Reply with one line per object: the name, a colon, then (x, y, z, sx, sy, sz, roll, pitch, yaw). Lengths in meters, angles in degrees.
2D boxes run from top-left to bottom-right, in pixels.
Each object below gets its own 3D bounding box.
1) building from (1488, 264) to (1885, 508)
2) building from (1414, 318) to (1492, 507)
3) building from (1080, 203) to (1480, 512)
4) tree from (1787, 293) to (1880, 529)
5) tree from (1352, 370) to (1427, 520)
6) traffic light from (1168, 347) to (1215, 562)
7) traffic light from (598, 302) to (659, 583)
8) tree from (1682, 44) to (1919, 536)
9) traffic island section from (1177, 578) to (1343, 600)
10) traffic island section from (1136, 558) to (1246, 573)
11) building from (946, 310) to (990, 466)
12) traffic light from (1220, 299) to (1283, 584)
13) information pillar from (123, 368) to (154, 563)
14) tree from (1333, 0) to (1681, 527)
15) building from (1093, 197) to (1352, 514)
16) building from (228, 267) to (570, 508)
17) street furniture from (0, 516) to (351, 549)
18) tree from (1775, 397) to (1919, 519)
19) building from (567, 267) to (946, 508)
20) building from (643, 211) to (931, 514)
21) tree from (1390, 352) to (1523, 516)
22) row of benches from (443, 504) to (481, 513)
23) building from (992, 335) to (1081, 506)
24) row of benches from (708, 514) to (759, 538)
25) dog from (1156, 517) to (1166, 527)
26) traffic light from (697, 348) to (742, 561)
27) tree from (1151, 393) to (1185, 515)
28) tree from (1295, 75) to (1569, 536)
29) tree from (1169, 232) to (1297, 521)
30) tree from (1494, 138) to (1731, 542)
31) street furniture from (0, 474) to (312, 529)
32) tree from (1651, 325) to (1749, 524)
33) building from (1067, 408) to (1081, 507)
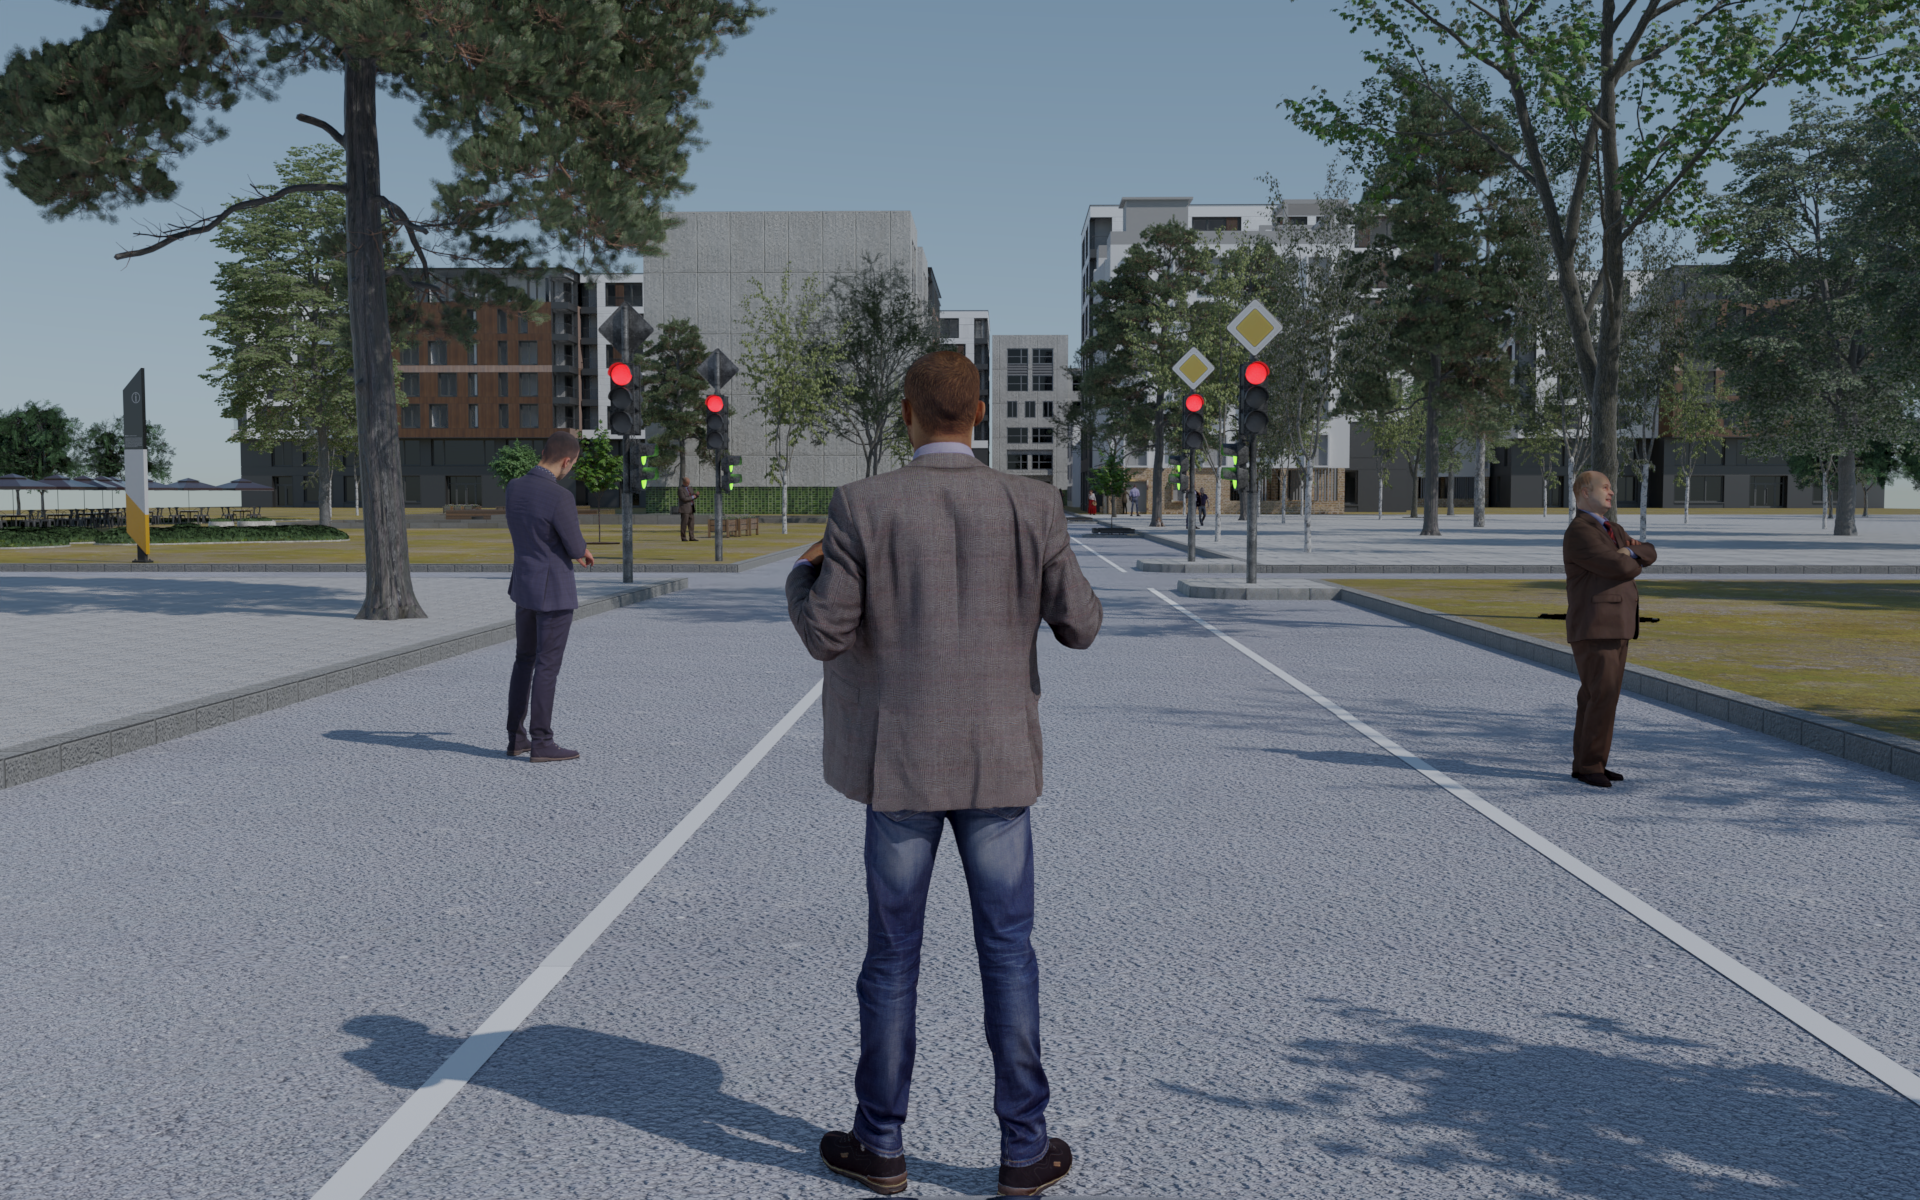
building: (67.645, -19.843, 168.400, 32.646, 21.610, 27.936, 0, 4, 1)
building: (45.778, -19.449, 174.408, 11.380, 20.091, 16.016, 0, 4, 1)
building: (23.506, -18.013, 138.491, 27.936, 21.610, 32.646, 0, 4, 1)
tree: (31.516, -6.876, 62.785, 4.360, 8.622, 3.978, 0, 3, 0)
tree: (21.081, -8.273, 85.632, 4.737, 8.622, 4.395, 0, 3, 0)
traffic light: (4.372, -2.660, 32.740, 0.839, 4.213, 0.868, 0, 4, 1)
traffic light: (-4.792, -2.185, 24.972, 0.839, 4.213, 0.868, 0, 4, 1)
tree: (27.253, -8.958, 53.121, 9.857, 13.997, 8.962, 0, 3, 0)
traffic island section: (4.206, -0.158, 24.870, 2.009, 0.180, 2.903, 0, 4, 1)
traffic island section: (4.412, -0.647, 32.852, 2.009, 0.180, 2.903, 0, 4, 1)
building: (-12.814, -22.184, 206.683, 32.646, 21.610, 27.936, 0, 4, 1)
traffic light: (4.166, -2.172, 24.758, 0.839, 4.213, 0.868, 0, 4, 1)
information pillar: (-15.329, -2.501, 32.245, 0.504, 3.616, 0.183, 1, 4, 21)
tree: (21.411, -12.840, 65.817, 12.611, 20.169, 13.585, 0, 3, 0)
building: (17.037, -15.876, 115.994, 16.016, 20.091, 11.380, 0, 4, 1)
building: (-51.138, -19.970, 170.491, 32.646, 21.610, 27.936, 0, 4, 1)
street furniture: (-21.263, -1.818, 45.354, 5.734, 0.657, 10.072, 3, 5, 44)
tree: (51.282, -8.069, 94.837, 11.467, 7.101, 20.602, 2, 4, 27)
building: (-18.486, -19.960, 170.321, 32.646, 21.610, 27.936, 0, 4, 1)
building: (-11.052, -15.768, 124.272, 16.747, 18.905, 31.486, 0, 4, 1)
tree: (29.422, -11.299, 102.863, 7.486, 12.596, 7.792, 0, 3, 0)
row of benches: (-30.369, -5.520, 105.720, 1.422, 0.672, 4.104, -3, 5, -41)
building: (19.519, -20.435, 200.570, 31.486, 18.905, 16.747, 0, 4, 1)
row of benches: (-6.831, -2.268, 52.537, 1.422, 0.672, 4.104, 0, 4, 6)
dog: (7.859, -3.043, 67.482, 0.748, 0.427, 0.550, -2, 4, -26)
traffic light: (-4.587, -2.673, 32.954, 0.839, 4.213, 0.868, 0, 4, 1)
tree: (13.298, -9.407, 104.160, 4.360, 8.622, 3.978, 0, 3, 0)
tree: (14.856, -8.928, 53.392, 7.806, 13.903, 7.818, 0, 3, 0)
tree: (13.542, -10.783, 83.728, 7.806, 13.903, 7.818, 0, 3, 0)
tree: (12.940, -5.242, 36.072, 4.360, 8.622, 3.978, 0, 3, 0)
street furniture: (-36.860, -4.009, 70.579, 14.083, 1.986, 27.439, 0, 4, -1)
tree: (31.808, -7.629, 75.102, 4.737, 8.622, 4.395, 0, 3, 0)
building: (15.449, -13.914, 169.647, 9.099, 9.664, 28.070, 0, 4, 1)
